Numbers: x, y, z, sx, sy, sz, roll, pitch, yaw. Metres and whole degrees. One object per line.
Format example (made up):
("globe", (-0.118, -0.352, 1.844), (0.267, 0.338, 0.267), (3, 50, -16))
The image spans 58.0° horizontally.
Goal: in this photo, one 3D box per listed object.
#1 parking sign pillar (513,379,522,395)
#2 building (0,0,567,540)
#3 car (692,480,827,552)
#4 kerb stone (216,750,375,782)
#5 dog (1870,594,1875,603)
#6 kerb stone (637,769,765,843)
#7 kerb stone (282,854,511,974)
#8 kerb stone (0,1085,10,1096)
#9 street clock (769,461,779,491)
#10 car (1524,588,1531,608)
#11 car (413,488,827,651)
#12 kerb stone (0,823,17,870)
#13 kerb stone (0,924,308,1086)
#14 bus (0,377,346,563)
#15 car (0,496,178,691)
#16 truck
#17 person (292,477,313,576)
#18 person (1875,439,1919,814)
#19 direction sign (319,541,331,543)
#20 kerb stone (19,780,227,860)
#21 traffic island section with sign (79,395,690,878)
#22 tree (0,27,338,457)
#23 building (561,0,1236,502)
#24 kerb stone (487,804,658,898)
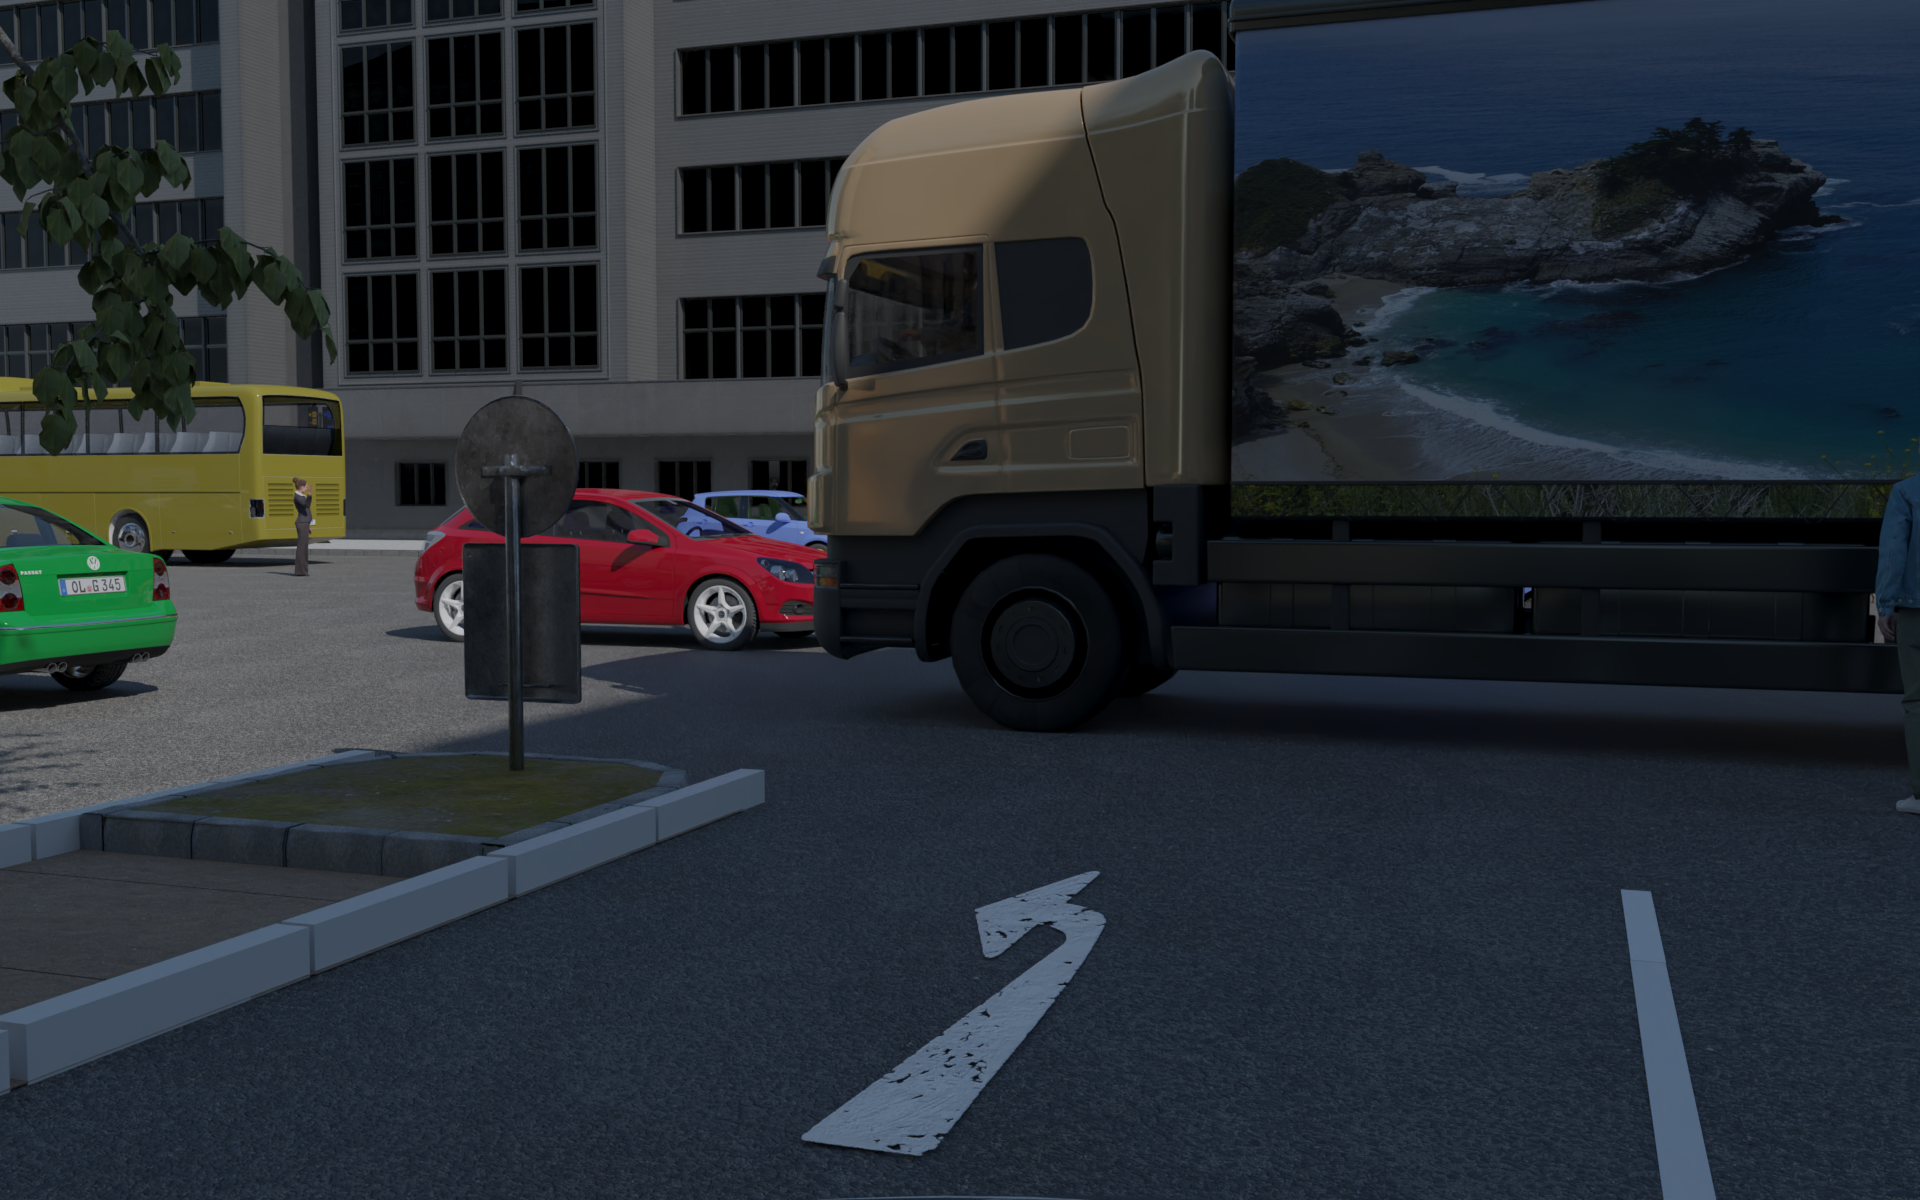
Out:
("parking sign pillar", (-10.483, -3.236, 41.380), (1.447, 3.967, 1.447), (-2, 4, -24))
("building", (-30.352, -14.606, 57.868), (30.058, 24.678, 14.314), (1, 4, 19))
("car", (-3.192, -1.272, 30.393), (3.694, 1.707, 1.945), (1, 4, 18))
("kerb stone", (-3.142, 0.857, 8.195), (0.120, 0.150, 1.000), (1, 4, 19))
("dog", (11.790, -0.216, 22.819), (0.540, 0.507, 0.406), (1, 4, 8))
("kerb stone", (-1.130, 0.893, 7.604), (0.120, 0.150, 1.000), (1, 4, 19))
("kerb stone", (-1.815, 1.012, 5.653), (0.120, 0.150, 1.000), (1, 4, 19))
("kerb stone", (-2.497, 1.132, 3.694), (0.120, 0.150, 1.000), (1, 4, 19))
("street clock", (-4.056, -2.035, 37.844), (0.358, 2.002, 0.471), (0, 4, -7))
("car", (4.005, -0.376, 15.743), (3.694, 1.707, 1.945), (1, 4, 18))
("car", (-3.141, -0.486, 16.993), (4.494, 1.783, 2.155), (1, 4, 19))
("kerb stone", (-3.821, 0.975, 6.258), (0.120, 0.150, 1.000), (1, 4, 19))
("kerb stone", (-2.150, 1.071, 4.683), (0.120, 0.150, 1.000), (1, 4, 19))
("bus", (-18.716, -2.746, 36.447), (12.252, 3.916, 2.896), (1, 4, 20))
("car", (-7.937, -0.220, 12.398), (4.718, 1.807, 1.959), (1, 4, 19))
("truck", (4.038, -1.303, 10.225), (11.283, 4.237, 2.839), (1, 4, 19))
("person", (-11.349, -1.275, 30.154), (0.742, 1.727, 0.445), (3, 4, 37))
("person", (4.361, 0.071, 7.689), (0.601, 1.785, 0.444), (1, 4, 11))
("direction sign", (-16.616, -3.247, 45.084), (0.876, 3.537, 0.379), (2, 4, 28))
("kerb stone", (-3.485, 0.915, 7.227), (0.120, 0.150, 1.000), (1, 4, 19))
("traffic island section with sign", (-2.259, 0.040, 7.487), (2.006, 1.907, 1.989), (1, 4, 19))
("tree", (-2.936, -3.145, 4.233), (4.737, 8.622, 4.395), (0, 3, 0))
("building", (-1.861, -14.020, 48.302), (30.058, 24.678, 14.314), (1, 4, 19))
("kerb stone", (-1.466, 0.952, 6.634), (0.120, 0.150, 1.000), (1, 4, 19))
